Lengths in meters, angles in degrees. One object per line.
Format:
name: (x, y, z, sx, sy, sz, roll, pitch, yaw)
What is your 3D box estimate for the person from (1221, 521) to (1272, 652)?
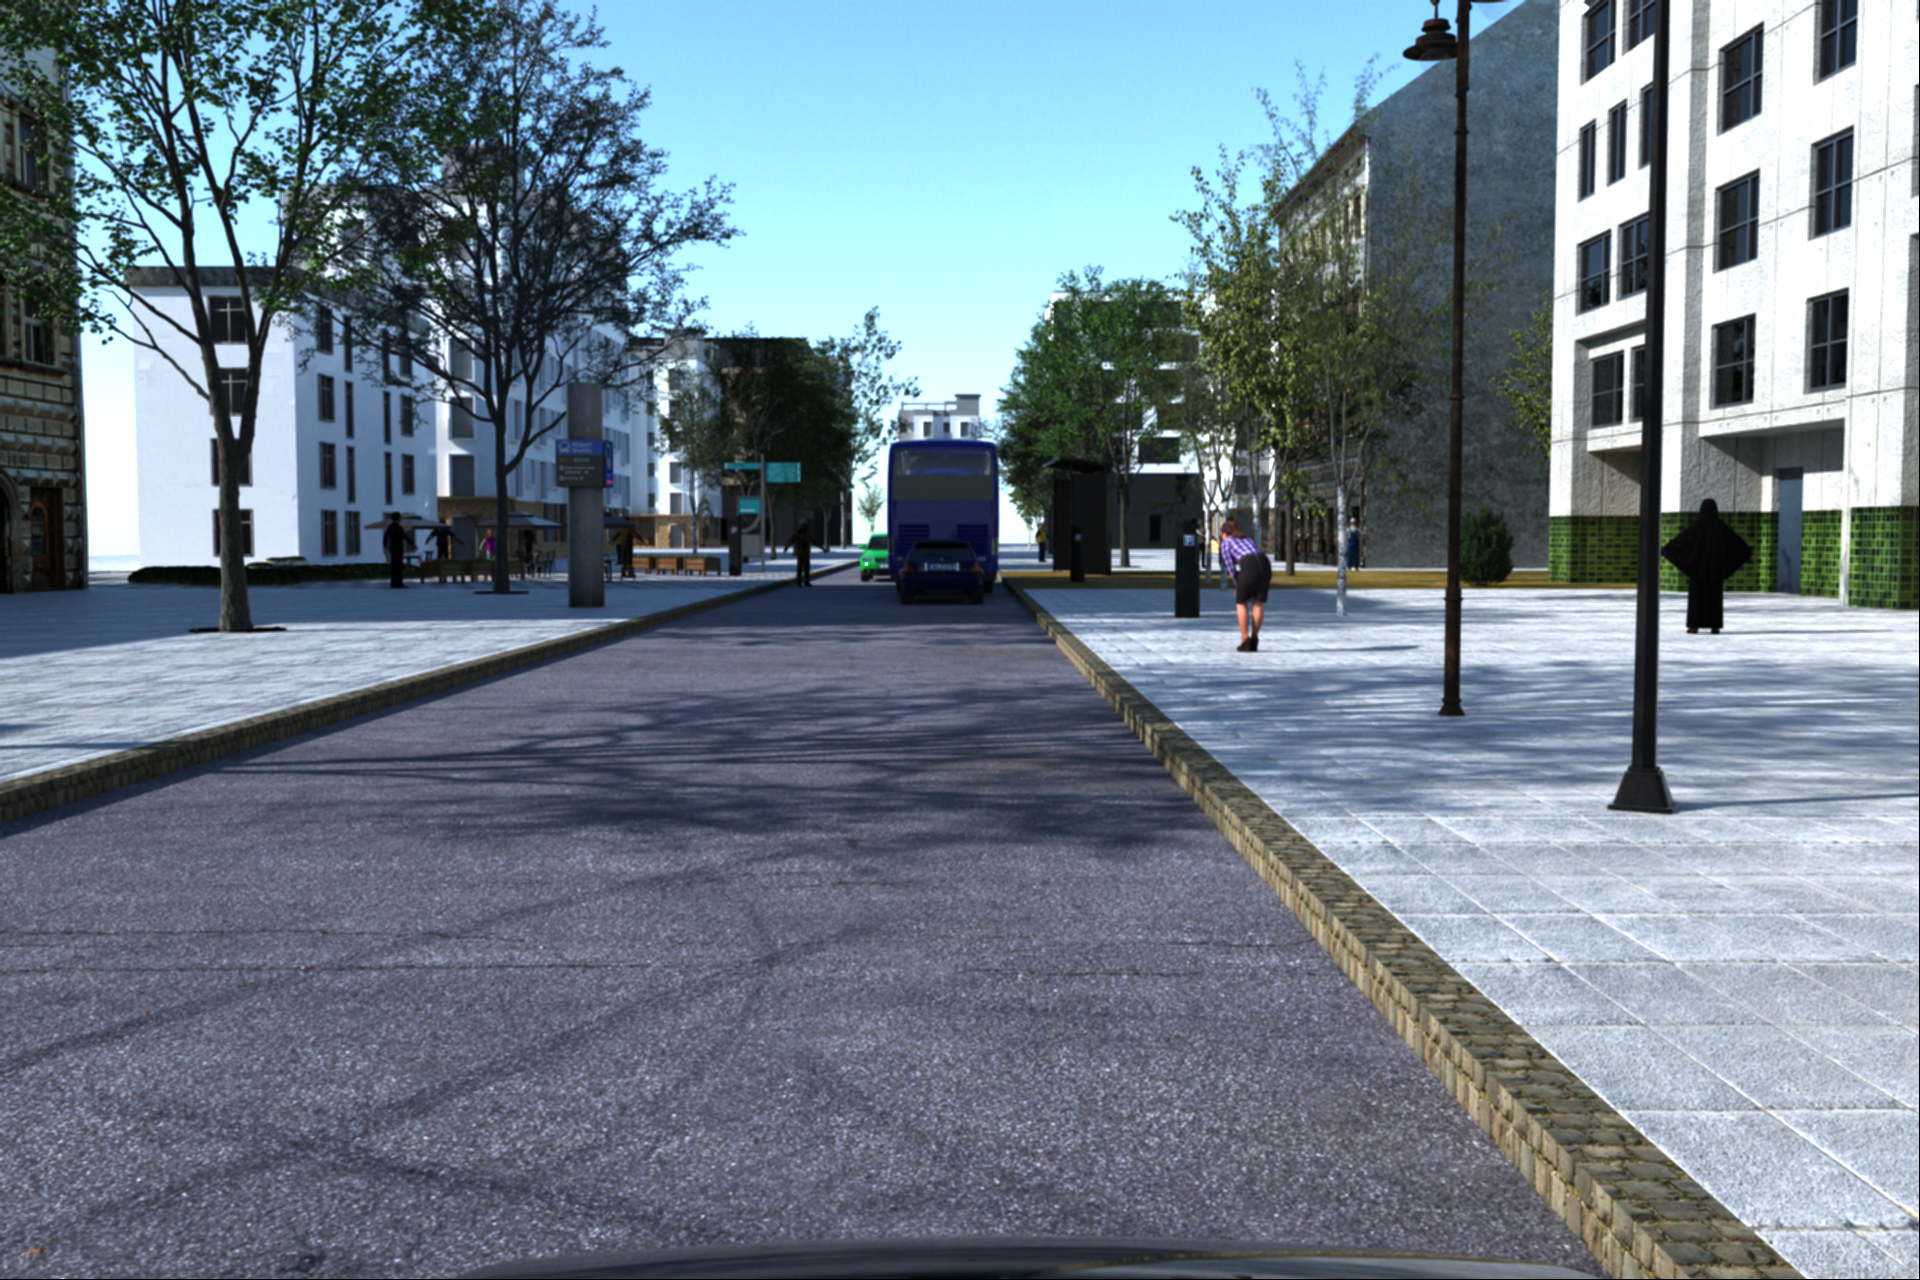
person: (3.095, -0.592, 18.950, 0.421, 1.427, 0.697, -2, 4, -29)

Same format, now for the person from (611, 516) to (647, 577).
person: (-9.959, -2.800, 51.917, 1.346, 1.812, 0.704, 2, 4, 29)

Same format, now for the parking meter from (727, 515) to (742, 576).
parking meter: (-6.957, -2.919, 53.445, 0.399, 1.863, 0.255, 0, 4, 2)

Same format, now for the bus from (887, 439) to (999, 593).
bus: (-0.368, -3.274, 45.077, 2.896, 3.916, 12.251, 0, 3, 0)

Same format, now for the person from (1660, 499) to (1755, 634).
person: (9.594, -0.949, 22.301, 1.214, 1.737, 0.721, 1, 4, 9)

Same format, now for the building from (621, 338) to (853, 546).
building: (-26.932, -21.567, 196.595, 27.936, 21.610, 32.646, 0, 4, -1)

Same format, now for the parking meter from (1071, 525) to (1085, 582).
parking meter: (3.133, -2.306, 46.113, 0.372, 1.533, 0.369, 0, 3, 0)

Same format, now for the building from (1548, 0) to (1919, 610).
building: (24.178, -10.019, 30.265, 16.747, 18.905, 31.486, 0, 3, 0)

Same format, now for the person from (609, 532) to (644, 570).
person: (-11.843, -3.391, 61.707, 1.348, 1.796, 0.705, 1, 4, 15)

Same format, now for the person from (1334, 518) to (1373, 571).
person: (13.746, -3.345, 60.544, 1.347, 1.847, 0.705, 1, 4, 12)

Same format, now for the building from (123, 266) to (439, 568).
building: (-25.436, -7.723, 68.422, 9.099, 9.664, 28.070, 0, 4, 0)

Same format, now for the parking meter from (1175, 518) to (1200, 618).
parking meter: (3.489, -1.109, 26.548, 0.372, 1.533, 0.369, 0, 3, 0)

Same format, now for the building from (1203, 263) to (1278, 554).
building: (22.419, -16.241, 121.967, 16.016, 20.090, 11.380, 0, 4, 0)

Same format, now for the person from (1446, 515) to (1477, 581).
person: (13.984, -2.518, 47.304, 1.347, 1.817, 0.704, 0, 4, 7)

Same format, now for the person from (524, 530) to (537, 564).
person: (-16.828, -3.777, 67.695, 0.705, 1.837, 1.347, 0, 4, 4)

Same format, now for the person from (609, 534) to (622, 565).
person: (-14.296, -4.039, 72.497, 0.721, 1.772, 1.216, 2, 4, 25)

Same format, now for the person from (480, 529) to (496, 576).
person: (-14.308, -2.674, 52.990, 0.599, 1.433, 0.991, 2, 4, 34)

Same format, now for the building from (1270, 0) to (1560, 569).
building: (24.219, -14.786, 72.674, 19.493, 23.208, 18.063, 0, 3, 0)

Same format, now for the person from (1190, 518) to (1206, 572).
person: (7.846, -3.172, 58.046, 0.705, 1.806, 1.347, -3, 5, -41)

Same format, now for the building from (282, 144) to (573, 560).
building: (-26.878, -14.007, 85.433, 16.016, 20.090, 11.380, 0, 4, 0)

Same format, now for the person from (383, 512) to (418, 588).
person: (-13.346, -2.137, 41.122, 1.347, 1.806, 0.705, 3, 4, 39)

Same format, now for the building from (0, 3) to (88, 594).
building: (-29.450, -12.202, 30.428, 19.493, 23.208, 18.063, 0, 4, 0)

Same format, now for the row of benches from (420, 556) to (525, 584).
row of benches: (-13.090, -1.898, 46.490, 1.422, 0.672, 4.104, 1, 4, 18)

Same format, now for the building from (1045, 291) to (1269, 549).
building: (21.777, -19.450, 161.989, 27.936, 21.610, 32.646, 0, 3, 0)

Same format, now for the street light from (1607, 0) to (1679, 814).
street light: (3.741, -2.164, 7.927, 1.470, 5.913, 1.316, 0, 4, 0)

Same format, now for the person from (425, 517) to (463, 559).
person: (-17.547, -3.243, 58.799, 1.354, 1.856, 0.705, -3, 5, -42)

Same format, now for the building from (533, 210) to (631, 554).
building: (-27.008, -15.043, 102.373, 16.016, 20.090, 11.380, 0, 4, 1)

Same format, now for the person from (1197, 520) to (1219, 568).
person: (9.081, -3.614, 65.224, 1.348, 1.813, 0.705, 2, 4, 27)

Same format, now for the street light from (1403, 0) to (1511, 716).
street light: (3.483, -2.404, 12.097, 0.468, 5.910, 1.993, 0, 4, 0)

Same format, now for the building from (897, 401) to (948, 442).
building: (-8.285, -23.173, 237.748, 11.380, 20.090, 16.016, 0, 4, 4)

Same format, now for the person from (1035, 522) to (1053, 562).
person: (3.771, -4.467, 79.012, 0.705, 1.833, 1.349, 3, 4, 36)

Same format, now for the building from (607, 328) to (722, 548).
building: (-28.897, -18.584, 160.263, 16.016, 20.090, 11.380, 0, 4, 1)

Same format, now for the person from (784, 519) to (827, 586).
person: (-4.282, -2.401, 47.478, 1.354, 1.858, 0.705, -3, 4, -36)
